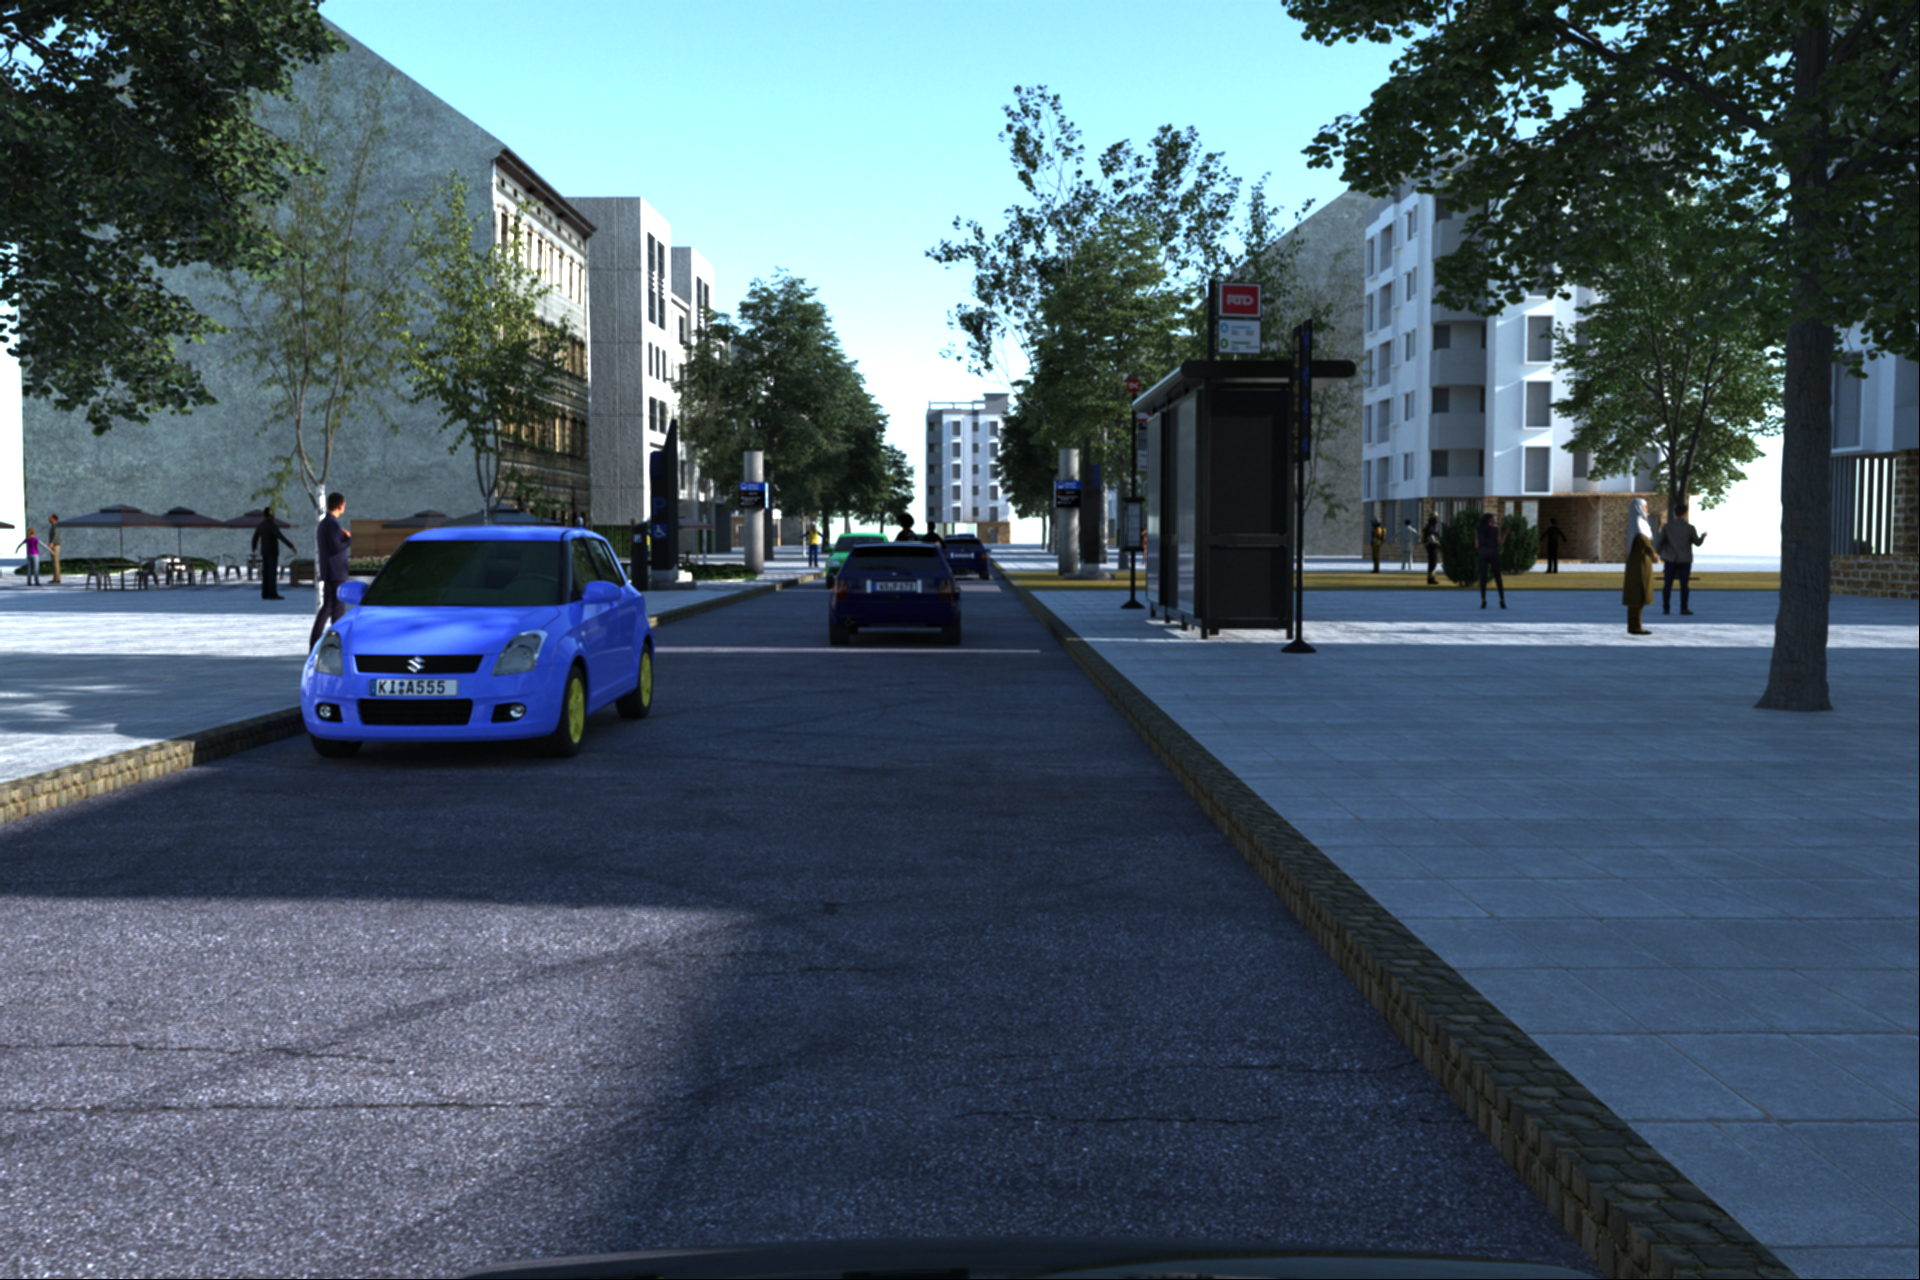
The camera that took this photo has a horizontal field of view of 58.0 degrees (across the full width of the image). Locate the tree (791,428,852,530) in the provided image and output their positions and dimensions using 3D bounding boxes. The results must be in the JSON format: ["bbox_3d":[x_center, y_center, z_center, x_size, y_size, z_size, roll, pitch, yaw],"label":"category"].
[{"bbox_3d":[-9.549,-9.699,108.936,4.360,8.622,3.978,0,3,0],"label":"tree"}]

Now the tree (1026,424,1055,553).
[{"bbox_3d":[5.835,-10.080,115.164,4.360,8.622,3.978,0,3,0],"label":"tree"}]

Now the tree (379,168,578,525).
[{"bbox_3d":[-9.628,-5.186,35.155,4.737,8.622,4.395,0,3,0],"label":"tree"}]

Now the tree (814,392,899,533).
[{"bbox_3d":[-8.480,-13.135,132.888,7.486,12.596,7.792,0,3,0],"label":"tree"}]

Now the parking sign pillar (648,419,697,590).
[{"bbox_3d":[-6.837,-3.155,40.059,1.447,3.967,1.447,0,4,1],"label":"parking sign pillar"}]

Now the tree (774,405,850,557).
[{"bbox_3d":[-9.036,-9.024,97.901,4.360,8.622,3.978,0,3,0],"label":"tree"}]

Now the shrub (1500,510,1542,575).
[{"bbox_3d":[17.373,-3.053,54.335,1.690,2.028,1.600,0,3,0],"label":"shrub"}]

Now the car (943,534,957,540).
[{"bbox_3d":[-0.533,-7.262,128.521,2.009,1.686,4.222,0,4,1],"label":"car"}]

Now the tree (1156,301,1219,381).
[{"bbox_3d":[7.951,-6.365,54.436,4.737,8.622,4.395,0,3,0],"label":"tree"}]

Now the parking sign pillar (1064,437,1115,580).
[{"bbox_3d":[3.655,-3.686,48.732,1.447,3.967,1.447,0,4,-1],"label":"parking sign pillar"}]

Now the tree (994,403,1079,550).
[{"bbox_3d":[6.373,-13.515,139.093,7.486,12.596,7.792,0,3,0],"label":"tree"}]

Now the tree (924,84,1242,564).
[{"bbox_3d":[4.794,-13.394,74.885,12.611,20.169,13.585,0,3,0],"label":"tree"}]

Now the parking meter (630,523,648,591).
[{"bbox_3d":[-7.216,-1.868,38.952,0.372,1.533,0.369,0,3,0],"label":"parking meter"}]

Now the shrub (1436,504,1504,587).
[{"bbox_3d":[12.367,-2.296,41.962,1.690,2.028,1.600,0,3,0],"label":"shrub"}]

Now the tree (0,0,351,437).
[{"bbox_3d":[-9.824,-6.633,15.099,9.857,13.997,8.962,0,3,0],"label":"tree"}]

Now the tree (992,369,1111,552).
[{"bbox_3d":[6.592,-13.350,124.922,9.857,13.997,8.962,0,3,0],"label":"tree"}]

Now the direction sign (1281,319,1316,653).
[{"bbox_3d":[3.680,-1.634,18.715,0.379,3.537,0.876,0,4,0],"label":"direction sign"}]

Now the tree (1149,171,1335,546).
[{"bbox_3d":[5.691,-5.245,36.121,4.737,8.622,4.395,0,3,0],"label":"tree"}]

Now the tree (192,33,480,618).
[{"bbox_3d":[-9.859,-4.627,26.021,4.360,8.622,3.978,0,3,0],"label":"tree"}]

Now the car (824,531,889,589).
[{"bbox_3d":[-2.638,-2.324,46.798,1.959,1.807,4.718,0,4,0],"label":"car"}]

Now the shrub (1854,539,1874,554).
[{"bbox_3d":[25.386,-2.317,49.006,1.383,1.207,1.383,0,3,0],"label":"shrub"}]

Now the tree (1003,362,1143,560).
[{"bbox_3d":[6.214,-9.348,87.253,8.767,10.594,7.601,0,4,8],"label":"tree"}]

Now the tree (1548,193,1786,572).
[{"bbox_3d":[23.834,-8.562,58.109,7.486,12.596,7.792,0,3,0],"label":"tree"}]

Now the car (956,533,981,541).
[{"bbox_3d":[0.350,-6.117,109.597,1.945,1.707,3.694,0,4,-1],"label":"car"}]

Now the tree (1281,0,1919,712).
[{"bbox_3d":[6.227,-5.789,12.776,7.486,12.596,7.792,0,3,0],"label":"tree"}]

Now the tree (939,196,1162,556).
[{"bbox_3d":[5.176,-14.910,99.667,12.611,20.169,13.585,0,3,0],"label":"tree"}]

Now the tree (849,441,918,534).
[{"bbox_3d":[-10.512,-20.036,234.235,9.857,13.997,8.962,0,3,0],"label":"tree"}]

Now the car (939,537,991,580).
[{"bbox_3d":[0.042,-2.618,55.378,1.945,1.354,3.894,0,4,-1],"label":"car"}]

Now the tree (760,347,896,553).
[{"bbox_3d":[-9.198,-12.869,117.070,9.857,13.997,8.962,0,3,0],"label":"tree"}]

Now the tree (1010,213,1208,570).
[{"bbox_3d":[5.502,-8.809,62.153,7.486,12.596,7.792,0,3,0],"label":"tree"}]

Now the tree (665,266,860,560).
[{"bbox_3d":[-9.404,-10.856,84.149,9.857,13.997,8.962,0,3,0],"label":"tree"}]

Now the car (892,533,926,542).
[{"bbox_3d":[-2.195,-4.328,79.553,1.959,1.807,4.718,0,4,0],"label":"car"}]

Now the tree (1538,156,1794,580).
[{"bbox_3d":[20.197,-7.501,48.389,9.928,11.665,9.643,0,3,0],"label":"tree"}]

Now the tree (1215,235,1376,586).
[{"bbox_3d":[8.523,-5.633,42.459,4.360,8.622,3.978,0,3,0],"label":"tree"}]

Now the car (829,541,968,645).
[{"bbox_3d":[-0.854,-0.683,23.749,1.945,1.354,3.894,0,4,-1],"label":"car"}]

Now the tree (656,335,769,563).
[{"bbox_3d":[-9.865,-7.021,65.158,4.360,8.622,3.978,0,3,0],"label":"tree"}]

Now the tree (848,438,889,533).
[{"bbox_3d":[-9.509,-12.856,144.613,7.601,10.594,8.767,0,4,-6],"label":"tree"}]

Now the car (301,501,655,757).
[{"bbox_3d":[-3.284,-0.163,12.250,1.945,1.707,3.694,0,4,0],"label":"car"}]
